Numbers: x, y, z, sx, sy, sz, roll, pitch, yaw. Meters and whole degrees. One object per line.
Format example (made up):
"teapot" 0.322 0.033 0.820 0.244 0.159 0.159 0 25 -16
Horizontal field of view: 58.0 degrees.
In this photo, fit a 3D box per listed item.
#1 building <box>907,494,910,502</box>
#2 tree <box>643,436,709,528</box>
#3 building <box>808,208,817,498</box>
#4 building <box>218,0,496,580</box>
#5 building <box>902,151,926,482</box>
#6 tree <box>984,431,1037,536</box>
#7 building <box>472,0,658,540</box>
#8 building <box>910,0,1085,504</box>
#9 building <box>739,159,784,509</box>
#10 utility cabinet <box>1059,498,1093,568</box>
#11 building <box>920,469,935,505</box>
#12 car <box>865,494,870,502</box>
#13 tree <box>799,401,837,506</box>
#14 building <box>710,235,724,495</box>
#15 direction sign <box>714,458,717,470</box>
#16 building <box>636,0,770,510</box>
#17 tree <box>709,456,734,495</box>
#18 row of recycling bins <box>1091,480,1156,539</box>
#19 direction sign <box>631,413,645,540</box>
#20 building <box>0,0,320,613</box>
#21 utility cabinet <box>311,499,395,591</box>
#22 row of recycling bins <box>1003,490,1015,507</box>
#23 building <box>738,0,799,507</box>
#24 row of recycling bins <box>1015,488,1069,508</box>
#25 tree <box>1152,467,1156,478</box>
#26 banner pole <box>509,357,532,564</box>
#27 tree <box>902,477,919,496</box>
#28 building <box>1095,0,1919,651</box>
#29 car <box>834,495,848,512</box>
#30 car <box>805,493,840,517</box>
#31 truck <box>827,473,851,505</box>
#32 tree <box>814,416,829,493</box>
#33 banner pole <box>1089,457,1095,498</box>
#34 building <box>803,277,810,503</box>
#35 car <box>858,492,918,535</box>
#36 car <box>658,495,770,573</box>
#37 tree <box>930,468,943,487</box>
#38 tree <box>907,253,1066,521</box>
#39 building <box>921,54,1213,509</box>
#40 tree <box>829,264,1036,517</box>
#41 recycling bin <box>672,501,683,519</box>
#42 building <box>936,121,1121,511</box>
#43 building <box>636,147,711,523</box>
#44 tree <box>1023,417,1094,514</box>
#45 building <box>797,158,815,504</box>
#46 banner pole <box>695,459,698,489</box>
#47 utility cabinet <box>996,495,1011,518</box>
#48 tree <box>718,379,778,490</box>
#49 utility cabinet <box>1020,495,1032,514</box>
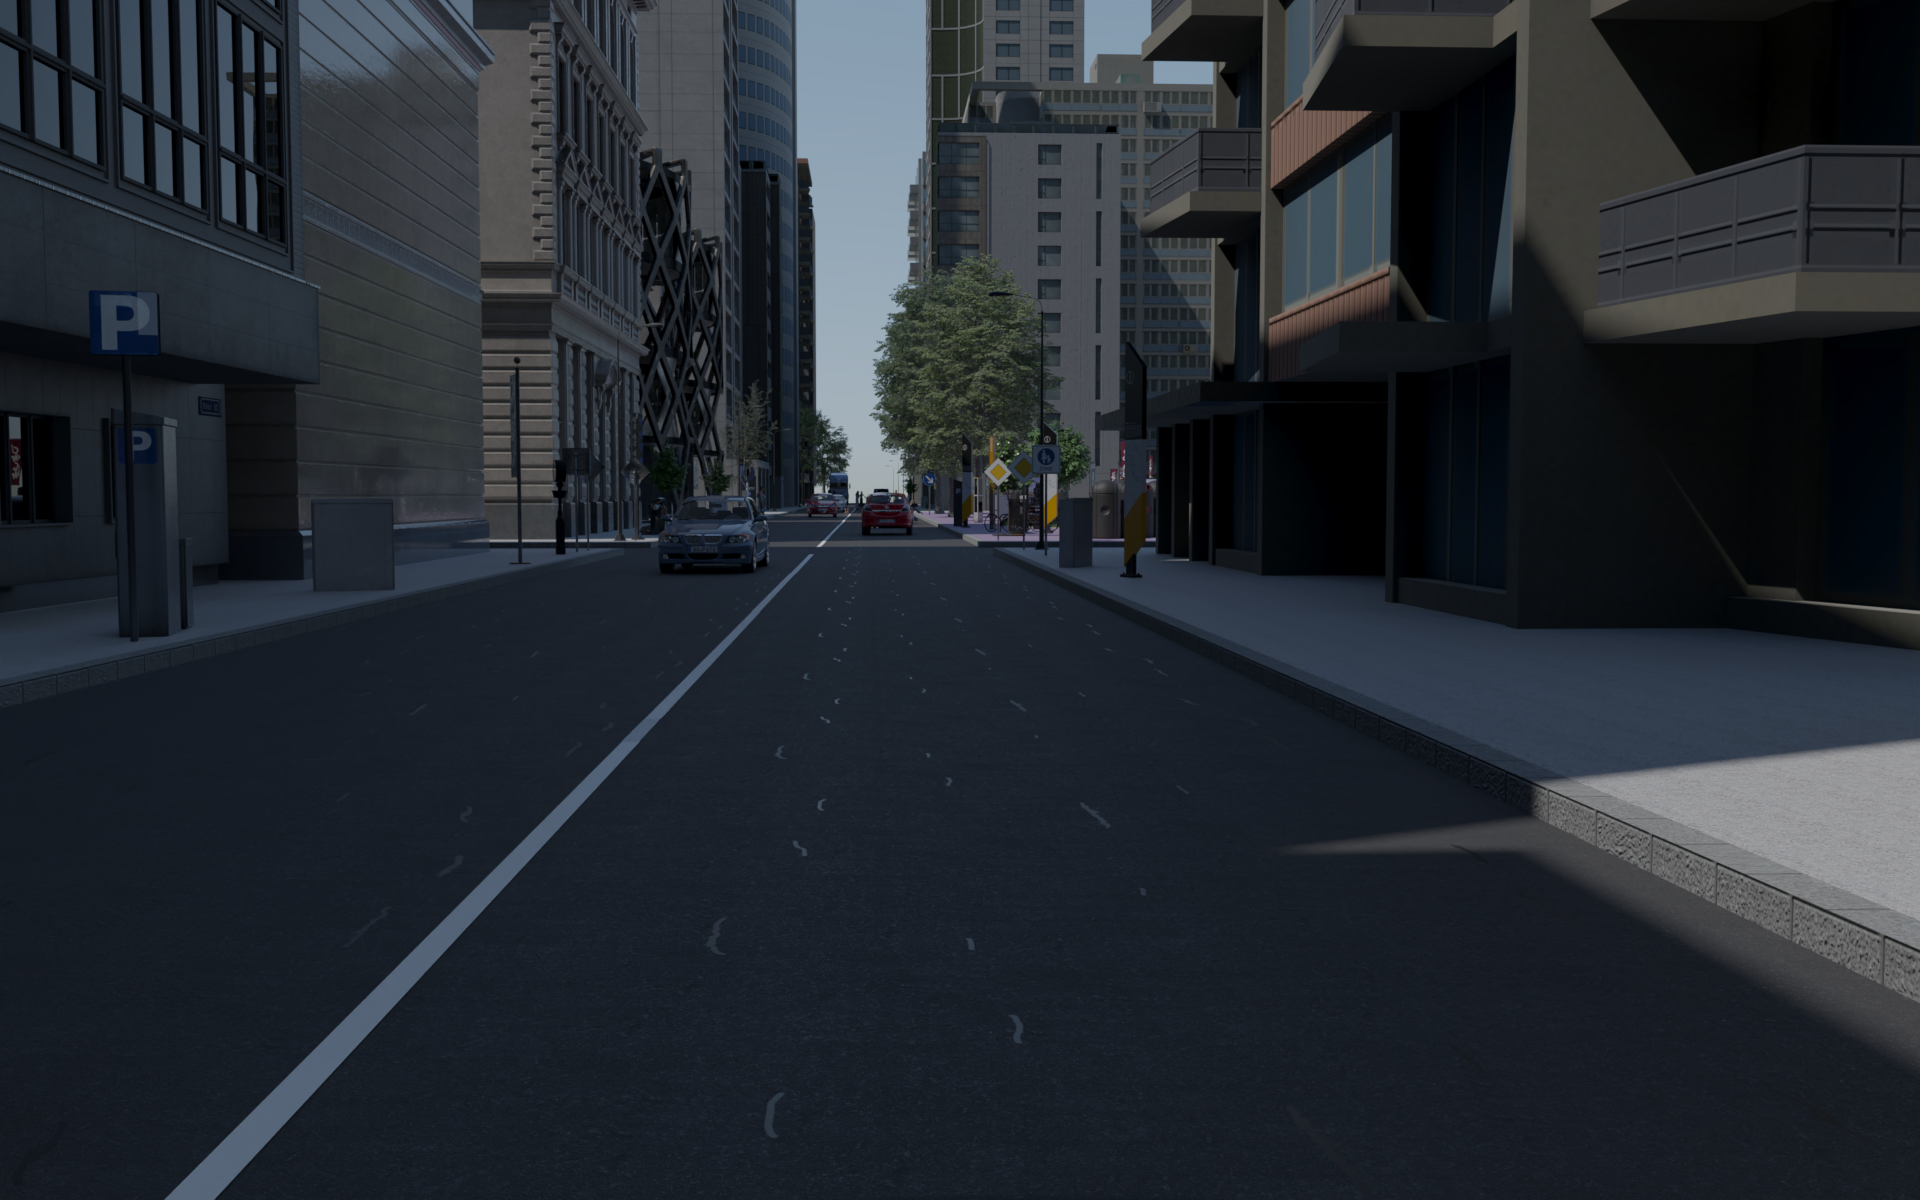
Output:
"building" 7.900 -35.417 270.947 32.217 40.220 23.993 0 4 -3
"tree" -9.726 -3.875 57.962 1.663 3.219 1.824 0 3 0
"building" -28.995 -37.494 263.139 14.600 45.320 14.200 0 4 -3
"building" -19.836 -14.986 30.922 20.117 28.700 13.634 0 4 -3
"building" 3.890 -38.136 243.129 23.786 49.044 30.456 0 4 -3
"tree" 1.396 -3.568 52.933 1.663 3.219 1.824 0 3 0
"building" -16.627 -13.950 56.958 11.050 23.489 19.941 0 4 -3
"building" 4.074 -47.626 216.942 20.563 71.187 20.611 0 4 -3
"building" -22.665 -23.099 149.377 14.160 30.474 14.107 0 4 -3
"utility cabinet" 2.043 -1.187 30.577 0.306 1.237 1.020 1 4 23
"building" 10.010 -20.756 184.397 27.650 21.520 28.899 0 4 -3
"car" -12.463 -14.367 246.700 2.131 1.459 4.920 0 4 -1
"tree" -17.643 -16.319 192.578 9.928 11.665 9.643 0 3 0
"building" -21.933 -14.076 97.587 16.820 18.784 16.811 0 4 -3
"direction sign" -15.221 -7.108 108.215 0.379 3.537 0.876 -2 4 -27
"building" -25.105 -42.349 130.658 20.563 71.187 20.611 0 4 -3
"tree" -12.101 -5.676 87.408 1.663 3.219 1.824 0 3 0
"row of recycling bins" 4.978 -2.665 50.681 1.069 1.692 3.534 3 4 39
"direction sign" -9.041 -3.459 48.549 0.379 3.537 0.876 1 4 9
"building" -15.339 -13.356 11.882 14.314 27.812 24.014 0 4 -3
"utility cabinet" -8.092 -0.730 23.092 1.020 1.237 0.306 -1 4 -23
"row of recycling bins" 3.995 -7.024 121.954 1.069 1.692 3.534 -2 4 -24
"building" -26.982 -38.376 169.446 21.231 58.520 28.212 0 4 -3
"row of recycling bins" 5.510 -6.425 112.158 3.534 1.692 1.069 2 4 35
"tree" 11.901 -6.606 102.616 1.663 3.219 1.824 0 3 0
"banner pole" -8.176 -2.561 31.886 0.401 3.779 0.863 -2 4 -27
"tree" -4.900 -10.817 171.463 1.663 3.219 1.824 0 3 0
"building" 14.464 -22.584 23.878 22.147 44.769 28.867 0 4 -3
"car" -10.092 -7.791 139.743 2.083 1.381 4.827 0 4 -2
"car" -8.548 -6.026 107.561 2.155 1.783 4.494 0 4 -5
"truck" -15.840 -14.480 226.511 2.967 4.110 18.799 0 4 -4
"tree" -21.974 -22.815 279.677 9.857 13.997 8.962 0 3 0
"banner pole" 8.881 -7.751 116.740 0.401 3.779 0.863 3 5 41
"building" -32.441 -37.998 244.971 21.300 48.544 21.600 0 4 -3
"car" -2.565 -3.220 61.694 2.155 1.783 4.494 0 4 -1
"car" -4.636 -1.289 33.072 2.014 1.417 4.499 0 4 -1
"tree" -1.387 -10.787 126.727 4.737 8.622 4.395 0 3 0
"tree" 1.289 -10.039 82.270 7.486 12.596 7.792 0 3 0
"building" 12.757 -28.473 157.412 32.217 40.220 23.993 0 4 -3
"tree" -0.395 -11.521 95.017 9.857 13.997 8.962 0 3 0
"recycling bin" -13.947 -4.506 86.223 0.722 1.027 0.722 -1 4 -17
"building" 5.003 -22.417 138.211 14.160 30.474 14.107 0 4 -3
"building" -20.267 -12.711 75.280 16.820 18.784 16.811 0 4 -3
"tree" 4.135 -5.538 74.258 4.285 4.588 4.351 0 3 0
"building" -29.862 -34.580 220.000 22.147 44.769 28.867 0 4 -3
"banner pole" -16.553 -7.216 108.004 0.401 3.779 0.863 -3 5 -39
"utility cabinet" 2.226 -4.917 91.548 1.020 1.237 0.306 -3 4 -38
"tree" -13.788 -9.881 111.909 4.360 8.622 3.978 0 3 0
"utility cabinet" 3.145 -4.067 77.655 1.020 1.237 0.306 3 5 43
